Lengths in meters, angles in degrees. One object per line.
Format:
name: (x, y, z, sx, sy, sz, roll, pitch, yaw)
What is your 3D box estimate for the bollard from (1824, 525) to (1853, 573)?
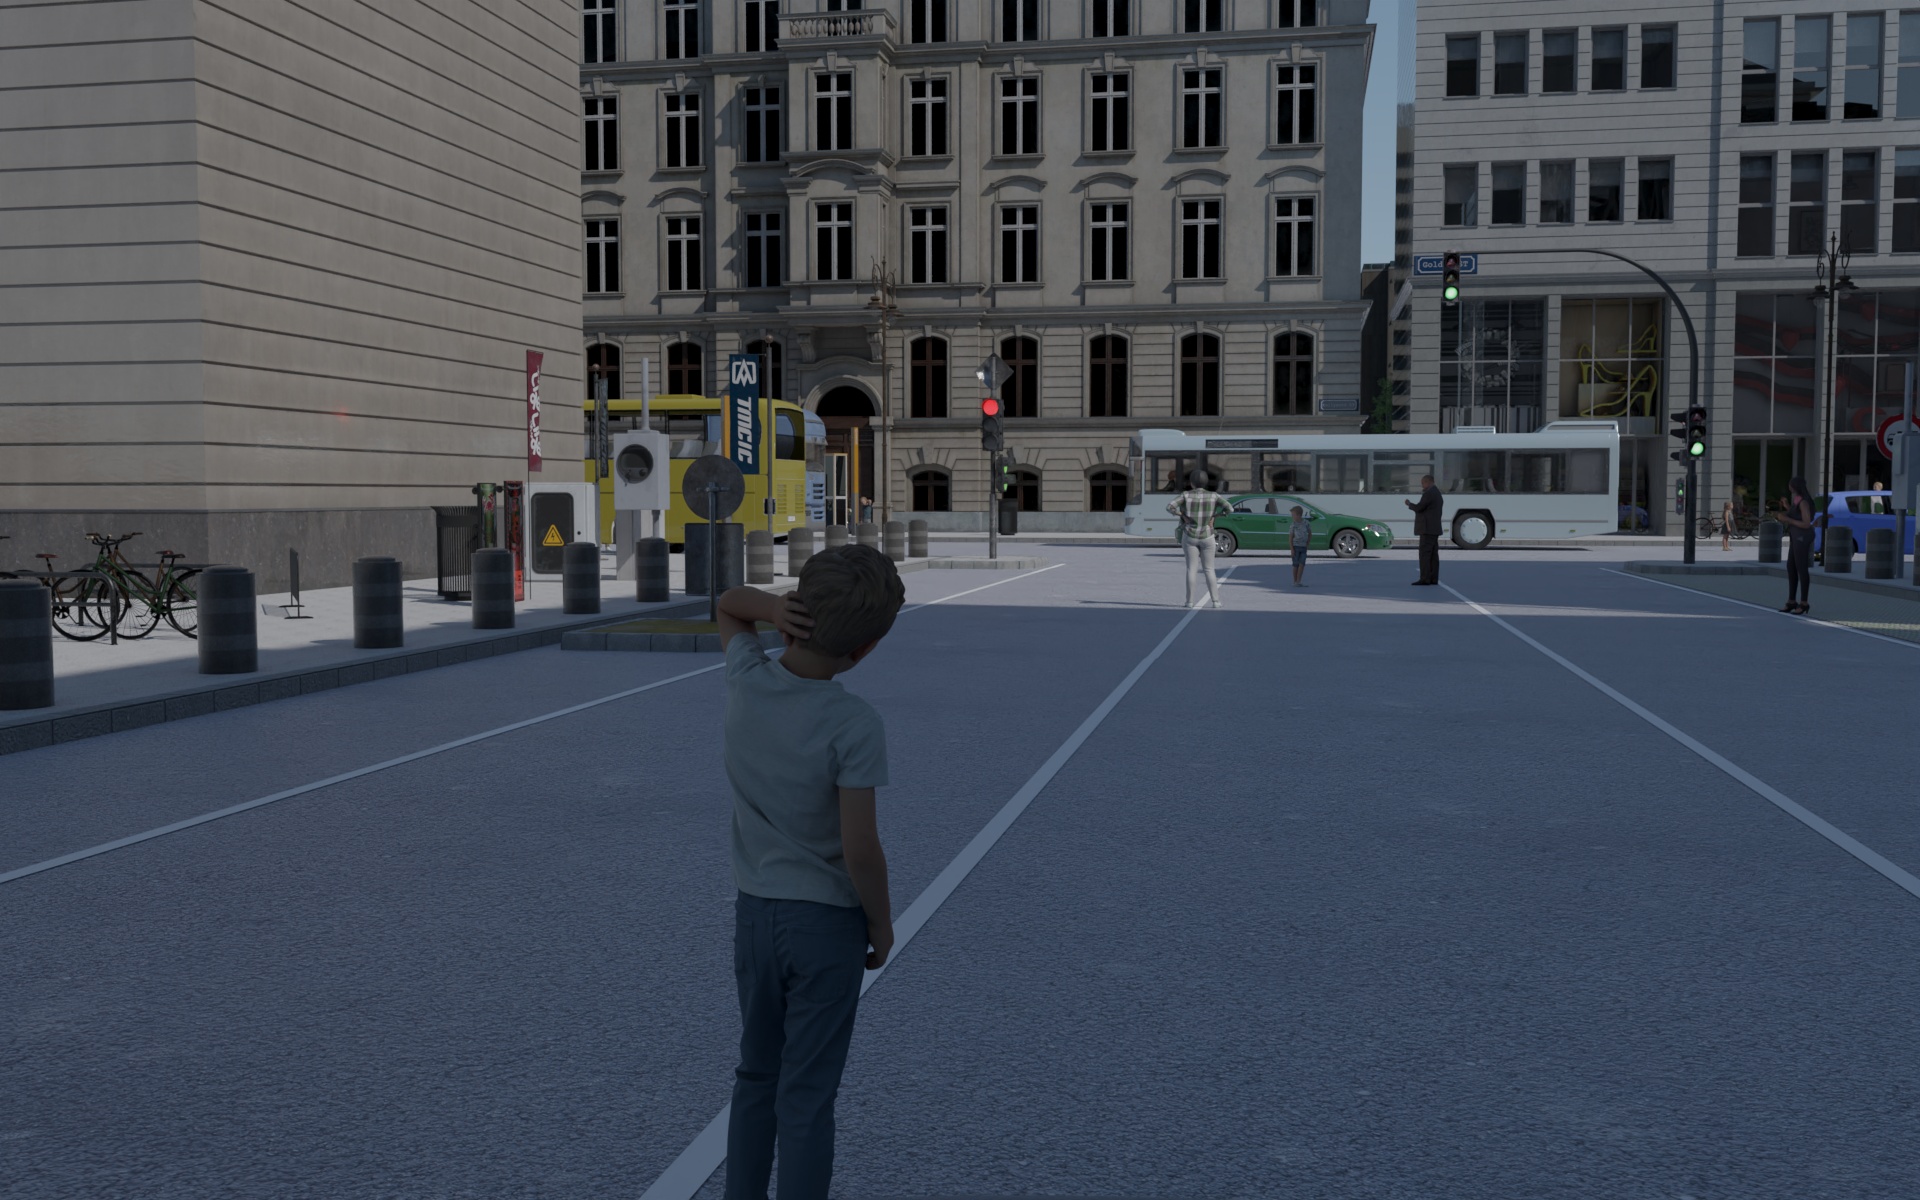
bollard: (14.351, -0.830, 28.290, 0.404, 0.777, 0.398, 0, 3, 0)

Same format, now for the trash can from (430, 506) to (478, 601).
trash can: (-6.007, -0.568, 20.934, 0.748, 1.137, 0.748, 0, 3, 0)

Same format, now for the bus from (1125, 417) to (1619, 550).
bus: (10.220, -3.116, 45.801, 13.247, 3.499, 2.948, 1, 4, 12)

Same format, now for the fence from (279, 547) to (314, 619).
fence: (-7.192, -0.204, 18.719, 0.278, 0.683, 2.069, -1, 4, -23)

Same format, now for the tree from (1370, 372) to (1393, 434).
tree: (36.138, -12.949, 137.467, 9.928, 11.665, 9.643, 0, 3, 0)

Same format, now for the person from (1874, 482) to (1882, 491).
person: (23.933, -2.219, 45.452, 0.731, 1.740, 0.598, 2, 4, 25)

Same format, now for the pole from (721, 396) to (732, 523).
pole: (-4.855, -2.578, 35.995, 0.158, 3.312, 0.155, 0, 3, 0)

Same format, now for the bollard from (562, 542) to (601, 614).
bollard: (-4.073, -0.240, 18.637, 0.404, 0.777, 0.398, 0, 3, 0)

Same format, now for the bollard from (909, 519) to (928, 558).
bollard: (-0.850, -1.244, 35.049, 0.404, 0.777, 0.398, 0, 3, 0)

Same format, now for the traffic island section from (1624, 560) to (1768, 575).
traffic island section: (13.430, -0.587, 31.875, 2.009, 0.180, 2.903, 1, 4, 11)

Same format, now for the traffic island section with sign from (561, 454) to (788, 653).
traffic island section with sign: (-2.515, -0.490, 16.646, 1.989, 1.847, 2.006, 1, 4, 11)

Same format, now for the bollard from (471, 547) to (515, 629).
bollard: (-4.472, -0.115, 16.591, 0.404, 0.777, 0.398, 0, 3, 0)

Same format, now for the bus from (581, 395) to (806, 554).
bus: (-9.824, -2.995, 40.510, 12.252, 3.916, 2.896, 1, 4, 12)

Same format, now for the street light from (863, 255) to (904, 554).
street light: (-1.473, -3.727, 33.732, 0.468, 5.910, 1.993, 1, 4, 11)

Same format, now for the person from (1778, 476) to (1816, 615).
person: (9.931, -0.653, 20.653, 0.415, 1.643, 0.593, -1, 4, -20)

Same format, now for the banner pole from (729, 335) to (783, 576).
banner pole: (-3.229, -2.280, 27.291, 0.863, 3.779, 0.401, 0, 4, -7)

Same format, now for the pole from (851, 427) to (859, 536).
pole: (-3.226, -3.623, 53.086, 0.158, 3.312, 0.155, 0, 3, 0)

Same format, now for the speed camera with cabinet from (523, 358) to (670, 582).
speed camera with cabinet: (-5.294, -1.888, 25.197, 2.038, 3.252, 0.660, 0, 4, 8)

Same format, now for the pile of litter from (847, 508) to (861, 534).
pile of litter: (-3.560, -2.545, 55.583, 1.719, 0.858, 1.176, 2, 4, 26)

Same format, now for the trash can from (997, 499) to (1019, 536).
trash can: (1.482, -2.573, 53.723, 0.748, 1.137, 0.748, 0, 3, 0)

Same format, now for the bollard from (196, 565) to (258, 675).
bollard: (-5.282, 0.137, 12.481, 0.404, 0.777, 0.398, 0, 3, 0)

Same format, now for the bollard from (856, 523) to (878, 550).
bollard: (-1.657, -0.992, 30.933, 0.404, 0.777, 0.398, 0, 3, 0)

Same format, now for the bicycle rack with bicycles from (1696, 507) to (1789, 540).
bicycle rack with bicycles: (22.568, -2.183, 49.080, 2.925, 0.926, 2.852, 3, 5, 40)

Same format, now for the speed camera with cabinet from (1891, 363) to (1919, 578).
speed camera with cabinet: (14.371, -1.905, 25.483, 0.660, 3.252, 2.038, 1, 4, 10)

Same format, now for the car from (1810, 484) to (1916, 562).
car: (19.297, -1.601, 35.760, 3.694, 1.707, 1.945, 1, 4, 10)

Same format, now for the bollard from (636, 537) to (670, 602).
bollard: (-3.670, -0.365, 20.682, 0.404, 0.777, 0.398, 0, 3, 0)

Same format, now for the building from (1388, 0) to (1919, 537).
building: (29.371, -16.984, 55.177, 29.804, 29.767, 11.434, 1, 4, 11)

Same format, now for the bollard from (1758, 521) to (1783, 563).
bollard: (15.157, -1.081, 32.398, 0.404, 0.777, 0.398, 0, 3, 0)

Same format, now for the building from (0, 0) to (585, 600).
building: (-19.843, -14.119, 28.112, 25.104, 27.353, 12.463, 1, 4, 11)

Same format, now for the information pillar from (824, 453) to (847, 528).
information pillar: (-2.259, -1.654, 31.536, 0.304, 2.012, 0.304, -3, 5, -42)

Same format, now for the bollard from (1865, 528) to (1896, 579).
bollard: (13.949, -0.705, 26.245, 0.404, 0.777, 0.398, 0, 3, 0)

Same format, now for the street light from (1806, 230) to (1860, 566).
street light: (15.350, -3.536, 30.604, 0.468, 5.910, 1.993, 1, 4, 11)

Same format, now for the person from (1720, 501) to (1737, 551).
person: (19.341, -1.858, 43.550, 0.362, 1.253, 0.373, -3, 5, -45)

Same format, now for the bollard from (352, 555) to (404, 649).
bollard: (-4.882, 0.012, 14.527, 0.404, 0.777, 0.398, 0, 3, 0)

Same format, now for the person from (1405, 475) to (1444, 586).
person: (7.327, -1.110, 27.328, 0.600, 1.739, 0.565, 0, 4, 7)

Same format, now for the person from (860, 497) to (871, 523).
person: (-2.697, -2.300, 50.020, 0.435, 1.345, 0.340, 2, 4, 28)

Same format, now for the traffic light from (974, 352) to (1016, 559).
traffic light: (0.671, -2.772, 34.241, 0.839, 4.253, 0.868, 1, 4, 11)

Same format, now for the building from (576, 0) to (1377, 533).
building: (-2.795, -14.919, 63.012, 34.723, 24.649, 14.460, 1, 4, 11)

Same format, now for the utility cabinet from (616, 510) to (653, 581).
utility cabinet: (-4.843, -0.913, 26.093, 0.306, 1.237, 1.020, 1, 4, 13)

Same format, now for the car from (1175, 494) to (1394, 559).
car: (7.376, -1.696, 39.529, 4.920, 1.459, 2.131, 1, 4, 12)

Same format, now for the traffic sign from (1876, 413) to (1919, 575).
traffic sign: (14.871, -1.670, 27.405, 0.768, 2.556, 0.104, 1, 4, 12)

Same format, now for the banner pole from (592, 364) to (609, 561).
banner pole: (-6.885, -2.643, 33.234, 0.401, 3.779, 0.863, -2, 4, -32)

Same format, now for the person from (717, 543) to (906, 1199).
person: (-0.293, 0.568, 3.126, 0.435, 1.345, 0.340, 1, 4, 20)

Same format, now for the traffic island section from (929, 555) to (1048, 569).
traffic island section: (0.633, -0.740, 34.383, 2.009, 0.180, 2.903, 1, 4, 11)

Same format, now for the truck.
truck: (-12.451, -3.749, 51.063, 18.799, 4.110, 2.967, 1, 4, 13)

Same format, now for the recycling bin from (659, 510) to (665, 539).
recycling bin: (-6.625, -1.442, 36.127, 0.722, 1.027, 0.722, -2, 4, -35)

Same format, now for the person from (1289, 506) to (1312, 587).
person: (5.265, -0.832, 26.790, 0.332, 1.250, 0.352, 3, 4, 38)

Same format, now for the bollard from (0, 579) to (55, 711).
bollard: (-5.684, 0.262, 10.426, 0.404, 0.777, 0.398, 0, 3, 0)

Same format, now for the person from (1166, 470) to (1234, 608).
person: (3.014, -0.771, 21.823, 0.841, 1.734, 0.376, 0, 4, 6)

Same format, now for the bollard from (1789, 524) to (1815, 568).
bollard: (14.755, -0.956, 30.351, 0.404, 0.777, 0.398, 0, 3, 0)

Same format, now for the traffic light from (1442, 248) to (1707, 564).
traffic light: (11.323, -3.508, 32.030, 4.771, 5.953, 1.251, 1, 4, 11)

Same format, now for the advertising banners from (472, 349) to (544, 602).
advertising banners: (-5.297, -1.485, 20.473, 0.090, 3.025, 2.074, 1, 4, 9)

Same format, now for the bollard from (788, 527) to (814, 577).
bollard: (-2.465, -0.740, 26.820, 0.404, 0.777, 0.398, 0, 3, 0)

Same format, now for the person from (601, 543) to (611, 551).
person: (-8.984, -2.151, 43.792, 0.598, 1.807, 0.434, -1, 4, -11)

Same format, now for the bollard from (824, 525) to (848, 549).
bollard: (-2.059, -0.866, 28.871, 0.404, 0.777, 0.398, 0, 3, 0)

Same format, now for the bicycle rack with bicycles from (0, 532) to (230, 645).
bicycle rack with bicycles: (-7.734, -0.134, 15.578, 2.925, 0.926, 2.852, 1, 4, 13)

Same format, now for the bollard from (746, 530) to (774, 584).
bollard: (-2.864, -0.615, 24.773, 0.404, 0.777, 0.398, 0, 3, 0)

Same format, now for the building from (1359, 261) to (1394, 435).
building: (56.355, -27.025, 213.565, 14.107, 30.474, 14.160, 1, 4, 11)

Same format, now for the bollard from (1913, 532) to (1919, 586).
bollard: (13.550, -0.580, 24.199, 0.404, 0.777, 0.398, 0, 3, 0)

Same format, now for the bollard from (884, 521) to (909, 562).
bollard: (-1.253, -1.118, 32.996, 0.404, 0.777, 0.398, 0, 3, 0)
